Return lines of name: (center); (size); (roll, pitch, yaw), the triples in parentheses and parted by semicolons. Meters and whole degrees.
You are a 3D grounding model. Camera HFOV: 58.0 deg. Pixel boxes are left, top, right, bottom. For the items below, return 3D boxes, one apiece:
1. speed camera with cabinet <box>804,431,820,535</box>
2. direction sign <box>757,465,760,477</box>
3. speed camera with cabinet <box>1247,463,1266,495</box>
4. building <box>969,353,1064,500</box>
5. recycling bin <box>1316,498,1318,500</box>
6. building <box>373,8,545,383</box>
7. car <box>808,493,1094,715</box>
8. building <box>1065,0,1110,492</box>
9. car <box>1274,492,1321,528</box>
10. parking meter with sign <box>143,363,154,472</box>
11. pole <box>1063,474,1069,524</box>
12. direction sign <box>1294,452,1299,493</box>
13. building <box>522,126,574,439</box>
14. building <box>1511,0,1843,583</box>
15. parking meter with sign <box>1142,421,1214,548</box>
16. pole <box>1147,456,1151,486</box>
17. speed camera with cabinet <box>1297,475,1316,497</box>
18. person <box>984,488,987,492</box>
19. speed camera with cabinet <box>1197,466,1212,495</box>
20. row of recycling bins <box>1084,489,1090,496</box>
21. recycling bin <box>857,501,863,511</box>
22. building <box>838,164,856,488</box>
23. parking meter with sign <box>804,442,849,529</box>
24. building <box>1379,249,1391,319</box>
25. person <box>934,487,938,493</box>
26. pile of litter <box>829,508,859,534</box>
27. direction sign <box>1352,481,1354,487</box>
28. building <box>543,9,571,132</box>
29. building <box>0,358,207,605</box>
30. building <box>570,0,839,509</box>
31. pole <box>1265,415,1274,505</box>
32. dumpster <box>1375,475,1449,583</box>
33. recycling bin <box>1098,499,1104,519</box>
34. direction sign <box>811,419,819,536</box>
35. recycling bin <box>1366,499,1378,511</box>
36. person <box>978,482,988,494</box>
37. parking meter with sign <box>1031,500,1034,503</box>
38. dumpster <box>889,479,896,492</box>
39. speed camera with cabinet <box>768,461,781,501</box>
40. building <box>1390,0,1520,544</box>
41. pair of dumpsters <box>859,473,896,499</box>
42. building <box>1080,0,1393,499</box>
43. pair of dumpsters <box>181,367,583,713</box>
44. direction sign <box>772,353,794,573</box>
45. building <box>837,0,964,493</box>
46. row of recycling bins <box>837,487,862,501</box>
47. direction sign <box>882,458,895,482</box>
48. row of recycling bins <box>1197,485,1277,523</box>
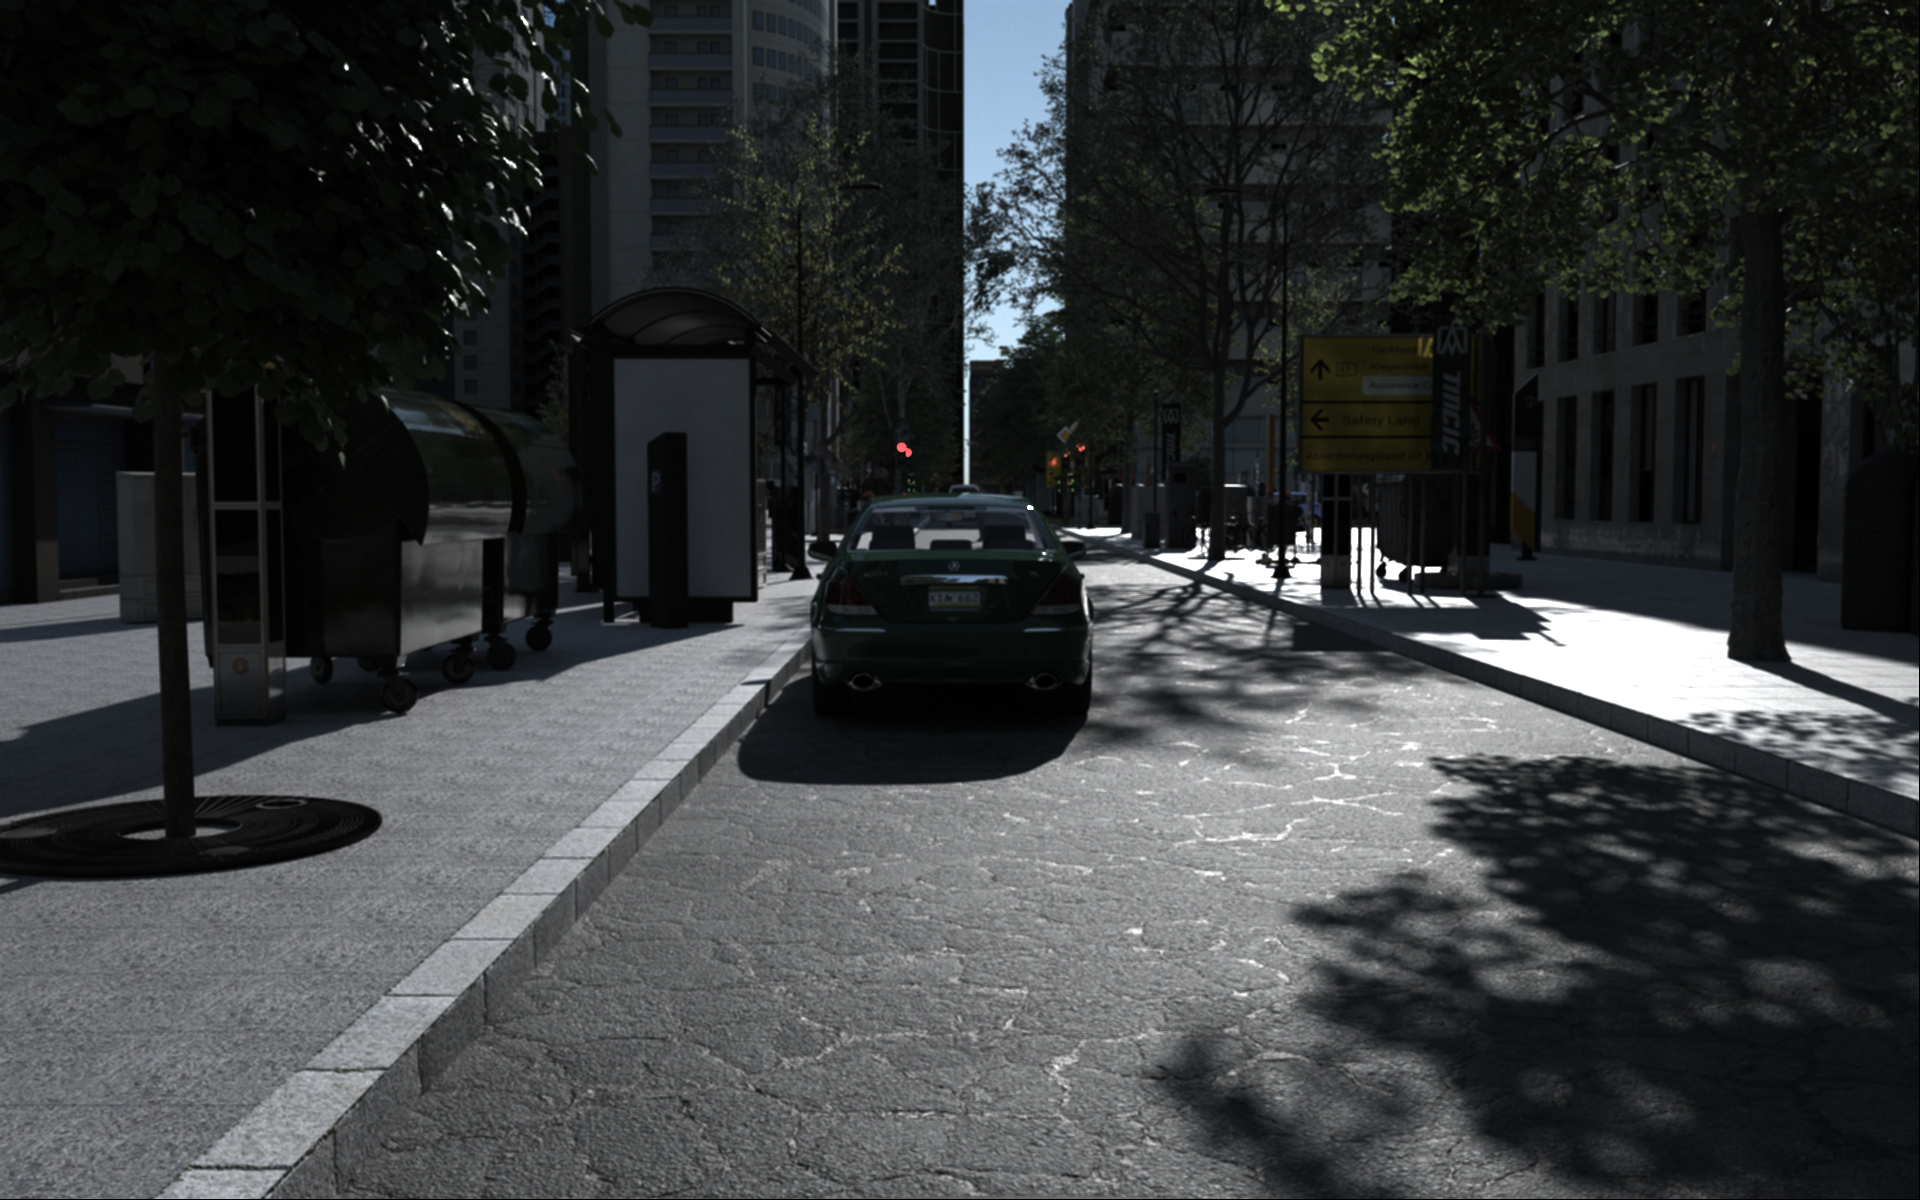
speed camera with cabinet: (-4.851, -3.718, 55.121); (0.660, 3.252, 2.038); (0, 4, 5)
direction sign: (-13.522, -7.552, 115.470); (0.379, 3.537, 0.876); (1, 4, 20)
speed camera with cabinet: (18.955, -7.157, 111.355); (2.038, 3.252, 0.660); (3, 4, 38)
building: (15.902, -24.864, 251.569); (28.899, 21.520, 27.650); (0, 4, 0)
recycling bin: (22.674, -6.049, 111.454); (0.722, 1.027, 0.722); (2, 4, 26)
building: (-60.683, -46.772, 202.971); (20.611, 71.187, 20.563); (0, 4, 0)
car: (-0.085, -0.054, 12.679); (2.131, 1.459, 4.920); (0, 4, -1)
building: (22.623, -40.211, 199.455); (21.231, 58.520, 28.212); (0, 4, 0)
car: (12.592, -3.629, 68.926); (3.694, 1.707, 1.945); (0, 3, 0)
parking meter with sign: (-8.078, -1.410, 19.314); (1.738, 3.016, 0.543); (-1, 4, -13)
pole: (4.507, -4.876, 73.562); (0.158, 3.312, 0.155); (0, 3, 0)
direction sign: (18.066, -6.184, 93.113); (0.379, 3.537, 0.876); (2, 4, 25)
building: (-43.289, -34.028, 206.463); (14.200, 45.320, 14.600); (0, 4, 0)
building: (17.786, -10.749, 30.491); (10.420, 20.320, 16.860); (0, 4, 0)
parking meter with sign: (5.230, -2.743, 41.116); (1.738, 3.016, 0.543); (0, 4, -6)
pole: (10.143, -6.066, 93.029); (0.158, 3.312, 0.155); (0, 3, 0)
speed camera with cabinet: (25.925, -8.291, 129.886); (0.660, 3.252, 2.038); (-1, 4, -23)
person: (1.732, -6.307, 111.811); (0.583, 1.804, 0.606); (0, 4, 7)
speed camera with cabinet: (17.256, -7.932, 124.021); (2.038, 3.252, 0.660); (3, 4, 37)
row of recycling bins: (11.017, -7.793, 134.529); (3.534, 1.692, 1.069); (2, 4, 30)
recycling bin: (-3.325, -3.140, 63.886); (0.722, 1.027, 0.722); (-2, 4, -29)
building: (-24.153, -30.908, 197.223); (23.993, 40.220, 32.217); (0, 4, 0)
parking meter with sign: (-4.489, -3.735, 57.330); (1.738, 3.016, 0.543); (2, 4, 26)
building: (49.331, -26.699, 208.225); (14.107, 30.474, 14.160); (0, 4, 0)
person: (-1.110, -4.715, 86.081); (0.782, 1.767, 0.515); (-1, 4, -9)
pile of litter: (-3.640, -2.541, 55.514); (1.176, 0.858, 1.719); (0, 4, -7)
direction sign: (30.256, -8.643, 133.304); (0.379, 3.537, 0.876); (-1, 4, -19)
building: (-64.136, -57.137, 246.859); (31.000, 86.520, 22.319); (0, 4, 0)
building: (-17.495, -22.705, 21.345); (14.600, 45.320, 14.200); (0, 4, 0)
building: (-22.629, -37.767, 159.492); (21.231, 58.520, 28.212); (0, 4, 0)
pole: (7.990, -3.110, 44.695); (0.158, 3.312, 0.155); (0, 3, 0)
dumpster: (6.923, -1.215, 25.616); (1.264, 1.857, 1.865); (0, 4, 0)
recycling bin: (7.313, -4.712, 89.599); (0.722, 1.027, 0.722); (2, 4, 31)
direction sign: (-4.373, -3.717, 52.767); (0.379, 3.537, 0.876); (0, 4, 2)
recycling bin: (23.205, -5.177, 97.203); (0.722, 1.027, 0.722); (0, 4, 5)
person: (0.579, -2.684, 52.664); (0.520, 1.790, 0.573); (3, 4, 37)
parking meter with sign: (5.287, -7.276, 115.230); (0.543, 3.016, 1.738); (-3, 5, -44)
dumpster: (-4.800, -6.838, 114.297); (1.502, 2.255, 1.985); (0, 4, 0)
speed camera with cabinet: (-10.800, -6.698, 103.854); (0.660, 3.252, 2.038); (-2, 4, -32)
building: (19.901, -13.298, 47.100); (12.332, 23.373, 15.834); (0, 4, 0)
pair of dumpsters: (-3.696, -4.584, 77.435); (1.574, 2.255, 4.437); (0, 4, 0)
building: (27.127, -35.634, 171.848); (28.713, 52.752, 27.495); (0, 4, 0)
pair of dumpsters: (-3.834, -0.585, 12.060); (1.574, 2.255, 4.437); (0, 4, 0)
direction sign: (-2.900, -2.226, 28.393); (0.379, 3.537, 0.876); (1, 4, 10)
building: (-9.730, -49.450, 246.755); (20.611, 71.187, 20.563); (0, 4, 0)
row of recycling bins: (-6.993, -6.172, 108.032); (1.069, 1.692, 3.534); (-3, 4, -36)
direction sign: (-4.552, -7.226, 110.148); (0.876, 3.537, 0.379); (1, 4, 17)
row of recycling bins: (12.320, -4.275, 77.005); (3.534, 1.692, 1.069); (1, 4, 15)
